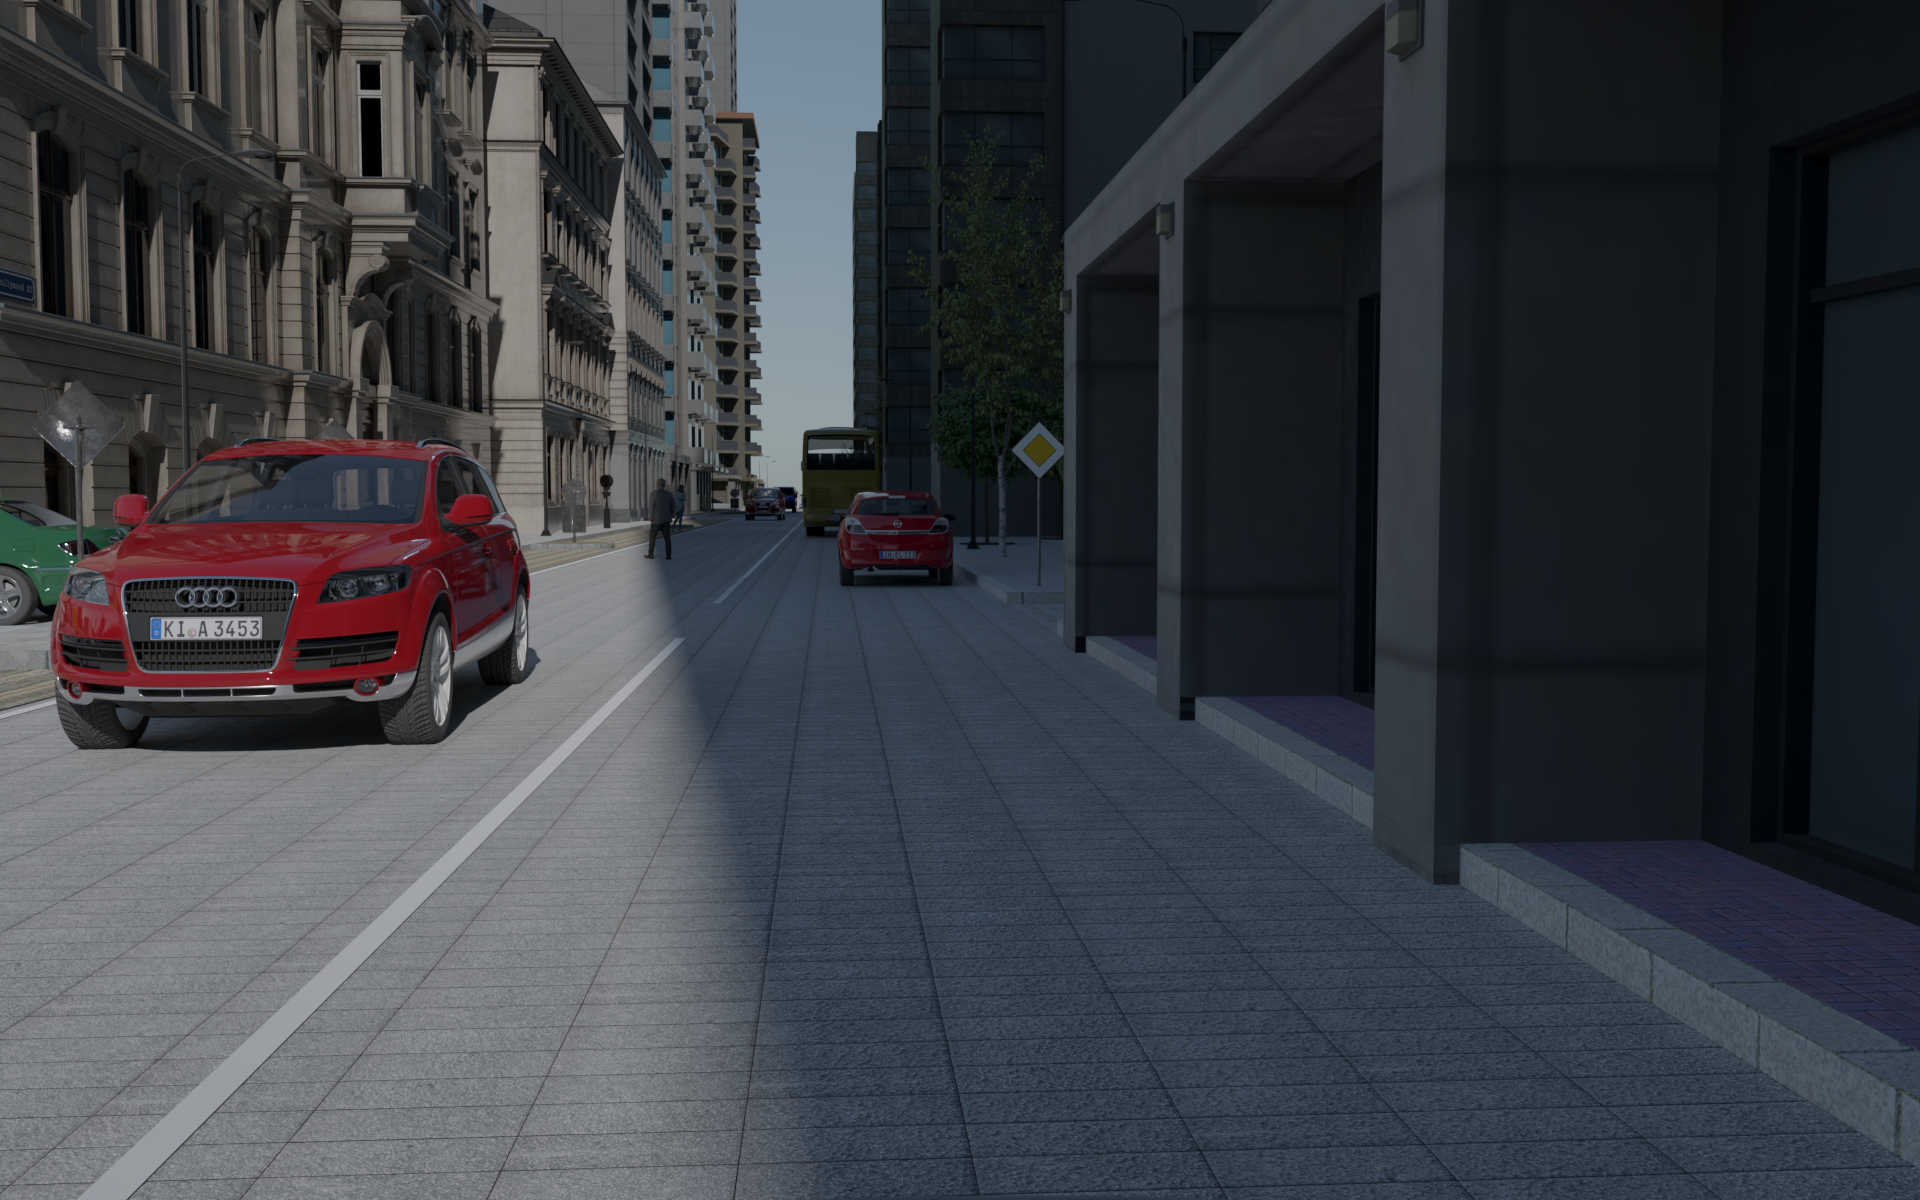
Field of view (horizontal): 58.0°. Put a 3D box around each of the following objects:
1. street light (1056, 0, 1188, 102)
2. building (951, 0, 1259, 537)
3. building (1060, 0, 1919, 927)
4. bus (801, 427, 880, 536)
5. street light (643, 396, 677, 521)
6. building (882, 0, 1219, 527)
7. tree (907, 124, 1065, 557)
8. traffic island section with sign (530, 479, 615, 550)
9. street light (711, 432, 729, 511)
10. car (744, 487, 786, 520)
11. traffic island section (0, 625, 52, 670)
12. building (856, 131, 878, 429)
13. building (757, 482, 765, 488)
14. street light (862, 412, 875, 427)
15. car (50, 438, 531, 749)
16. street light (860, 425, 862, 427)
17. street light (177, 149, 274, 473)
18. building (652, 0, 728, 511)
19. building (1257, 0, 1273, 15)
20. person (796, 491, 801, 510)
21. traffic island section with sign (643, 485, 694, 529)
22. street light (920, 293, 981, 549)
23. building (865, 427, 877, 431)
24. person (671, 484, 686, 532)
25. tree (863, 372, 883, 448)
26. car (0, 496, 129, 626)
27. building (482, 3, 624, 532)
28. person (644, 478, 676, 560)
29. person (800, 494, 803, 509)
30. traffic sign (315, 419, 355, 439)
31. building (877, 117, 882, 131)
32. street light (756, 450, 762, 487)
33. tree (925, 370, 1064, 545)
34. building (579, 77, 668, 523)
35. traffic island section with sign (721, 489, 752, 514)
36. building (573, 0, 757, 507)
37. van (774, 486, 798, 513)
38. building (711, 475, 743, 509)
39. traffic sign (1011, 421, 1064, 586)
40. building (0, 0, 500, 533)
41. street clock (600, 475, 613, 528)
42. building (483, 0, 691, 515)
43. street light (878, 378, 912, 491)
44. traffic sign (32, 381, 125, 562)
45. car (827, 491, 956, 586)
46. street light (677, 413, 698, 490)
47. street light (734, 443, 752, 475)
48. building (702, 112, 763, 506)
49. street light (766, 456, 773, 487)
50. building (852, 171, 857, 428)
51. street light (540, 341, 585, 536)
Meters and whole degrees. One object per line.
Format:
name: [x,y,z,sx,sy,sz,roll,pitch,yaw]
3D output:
street light: [1.520,-2.660,16.029,1.470,5.913,1.316,0,4,-4]
building: [5.897,-17.527,58.264,14.160,30.474,14.107,0,4,-4]
building: [11.921,-34.648,4.746,20.563,71.187,20.611,0,4,-4]
bus: [-4.351,-4.333,62.393,2.896,3.916,12.252,0,4,-5]
street light: [-14.324,-6.694,81.987,1.470,5.913,1.316,0,4,-4]
building: [3.337,-18.891,80.572,14.160,30.474,14.107,0,4,-4]
tree: [0.899,-5.159,34.708,4.737,8.622,4.395,0,3,0]
traffic island section with sign: [-10.087,-2.241,45.263,1.989,1.847,2.006,0,4,-4]
street light: [-17.850,-9.551,128.701,1.470,5.913,1.316,0,4,-4]
car: [-10.745,-5.330,95.817,2.281,1.827,5.304,0,4,-3]
traffic island section: [-7.846,0.417,15.460,2.009,0.180,2.903,0,4,-4]
building: [-4.898,-31.499,198.607,14.154,41.232,14.086,0,4,-4]
building: [-43.825,-33.711,243.053,32.217,40.220,23.993,0,4,-4]
street light: [-4.702,-7.710,98.605,1.470,5.913,1.316,0,4,-4]
car: [-4.154,-0.173,11.499,2.281,1.827,5.304,0,4,-6]
street light: [-5.997,-8.813,116.631,1.470,5.913,1.316,0,4,-4]
street light: [-9.936,-3.113,23.435,1.470,5.913,1.316,0,4,-4]
building: [-30.383,-31.380,132.664,23.786,49.044,30.456,0,4,-4]
building: [20.962,-25.312,33.468,30.456,49.044,23.786,0,4,-4]
person: [-14.932,-9.135,158.525,0.621,1.740,0.551,1,4,12]
traffic island section with sign: [-12.118,-3.885,72.142,1.989,1.847,2.006,0,4,-4]
street light: [-0.230,-4.133,40.116,1.470,5.913,1.316,0,4,-4]
building: [2.601,-51.735,158.531,22.319,86.520,31.000,0,4,-4]
person: [-10.622,-3.460,65.329,0.793,1.790,0.793,1,4,13]
tree: [-2.988,-8.861,95.236,4.360,8.622,3.978,0,3,0]
car: [-11.876,-0.471,19.506,4.920,1.459,2.131,0,4,-6]
building: [-19.300,-12.348,66.510,10.561,19.102,19.286,0,4,-4]
person: [-6.603,-1.780,37.999,0.661,1.777,0.834,-3,5,-44]
person: [-14.908,-9.468,164.121,1.217,1.723,0.721,1,4,16]
traffic sign: [-8.421,-1.206,23.363,0.795,2.450,0.064,0,4,-4]
building: [-0.774,-36.809,221.437,23.786,49.044,30.456,0,4,-4]
street light: [-21.796,-12.892,183.319,1.470,5.913,1.316,0,4,-4]
tree: [0.757,-3.698,44.176,4.285,4.588,4.351,0,3,0]
building: [-20.058,-14.437,85.189,9.793,20.994,18.267,0,4,-4]
traffic island section with sign: [-15.957,-7.008,123.202,1.989,1.847,2.006,0,4,-4]
building: [-36.266,-47.719,218.461,20.563,71.187,20.611,0,4,-4]
van: [-13.627,-7.926,133.972,2.240,2.365,5.245,0,4,-3]
building: [-36.782,-28.624,159.885,32.217,40.220,23.993,0,4,-4]
traffic sign: [1.098,-1.248,24.055,0.795,2.450,0.064,0,4,-4]
building: [-19.210,-13.446,38.934,14.460,24.649,34.723,0,4,-4]
street clock: [-13.187,-3.675,64.653,0.471,2.002,0.358,2,4,26]
building: [-27.481,-40.857,106.271,20.563,71.187,20.611,0,4,-4]
street light: [-2.516,-5.921,69.357,1.470,5.913,1.316,0,4,-4]
traffic sign: [-7.823,-0.719,15.400,0.795,2.450,0.064,0,4,-4]
car: [-1.106,-1.192,28.531,2.155,1.783,4.494,0,4,-4]
street light: [-15.738,-7.762,99.447,1.470,5.913,1.316,0,4,-4]
street light: [-20.092,-11.385,158.685,1.470,5.913,1.316,0,4,-4]
building: [-33.650,-33.017,194.460,22.147,44.769,28.867,0,4,-4]
street light: [-24.114,-14.716,213.146,1.470,5.913,1.316,0,4,-4]
building: [-4.508,-38.157,247.562,21.300,48.544,21.600,0,4,-4]
street light: [-12.101,-4.905,52.742,1.470,5.913,1.316,0,4,-4]
